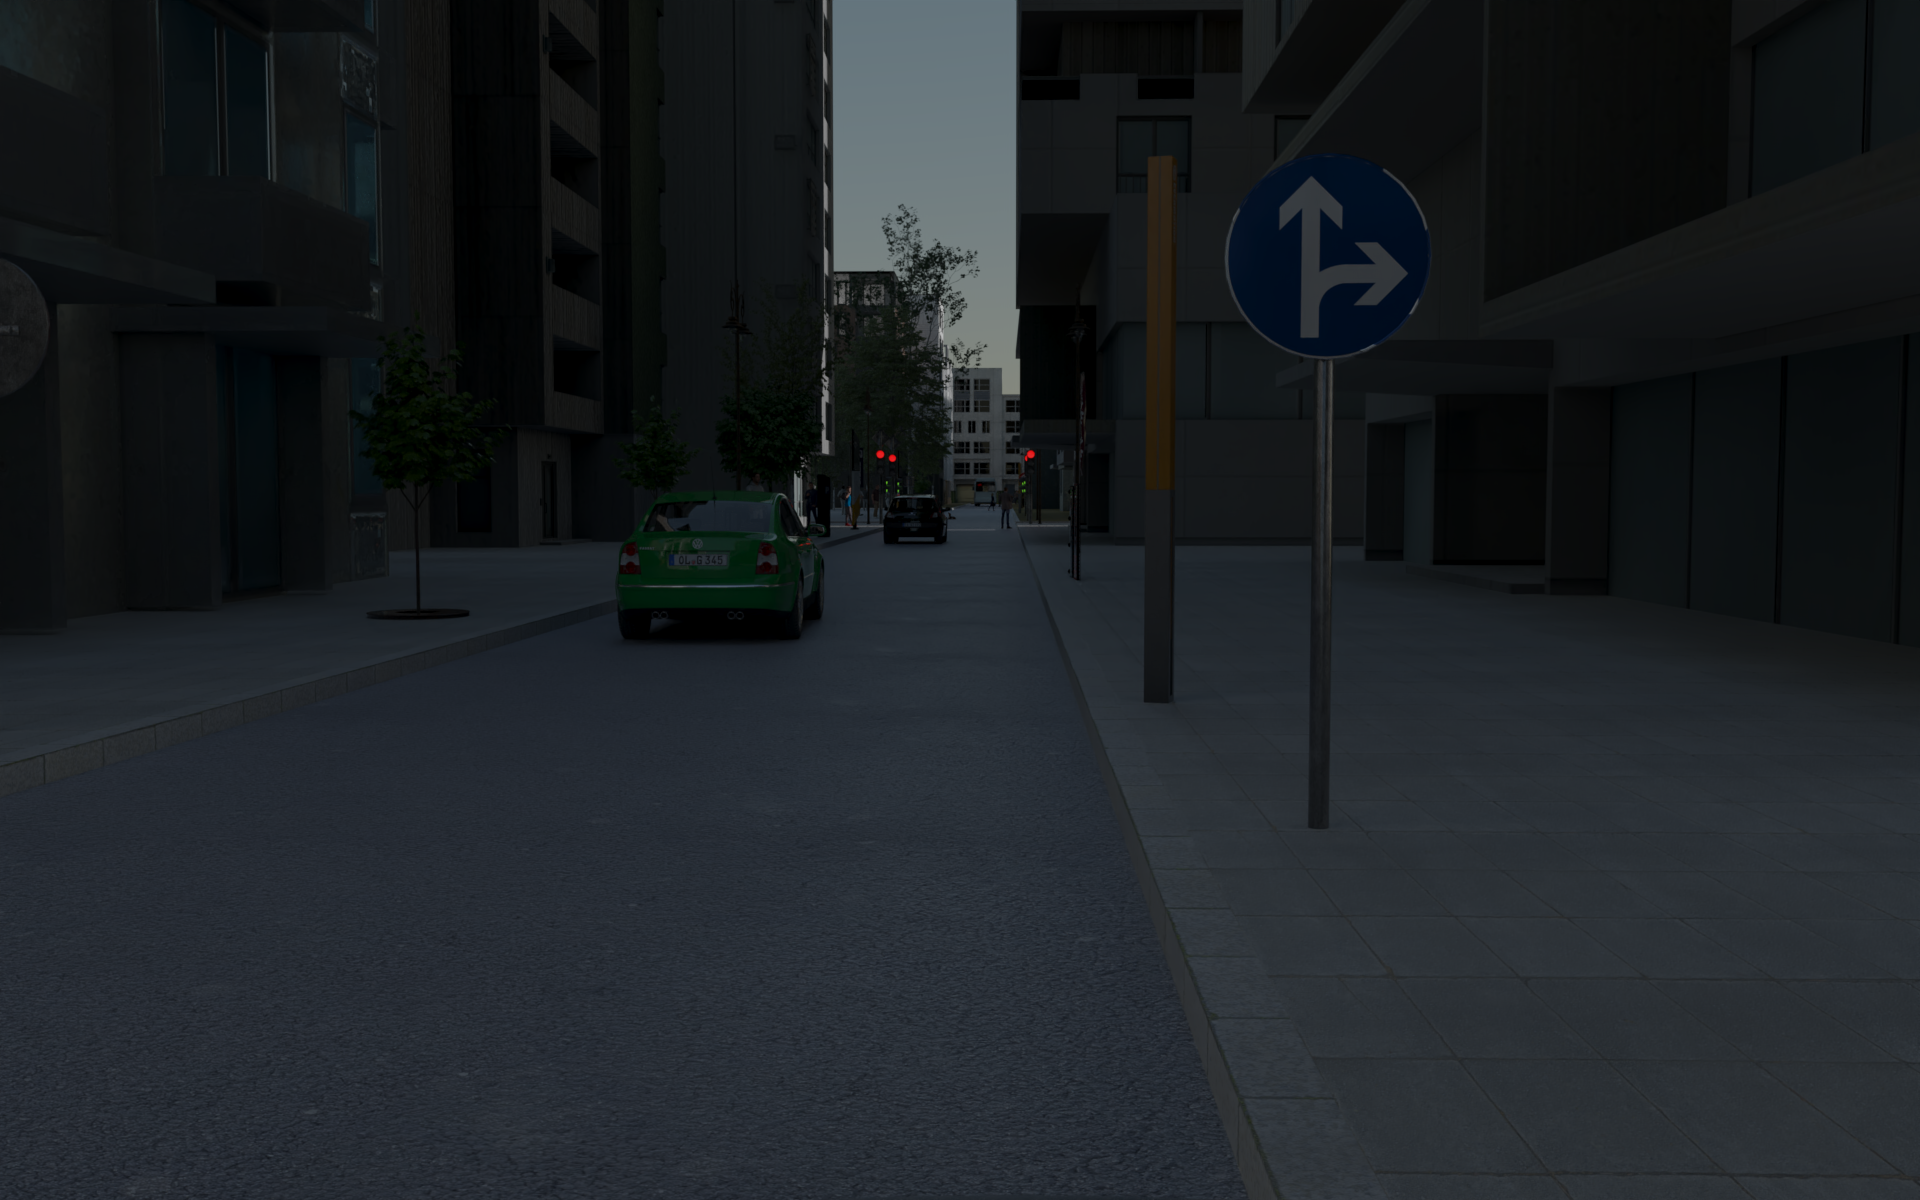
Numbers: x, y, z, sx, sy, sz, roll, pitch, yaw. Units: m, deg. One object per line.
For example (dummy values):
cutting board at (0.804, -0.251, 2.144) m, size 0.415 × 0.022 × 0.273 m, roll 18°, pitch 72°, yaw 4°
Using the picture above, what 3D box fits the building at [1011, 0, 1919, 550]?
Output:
building at (15.274, -28.473, 54.777) m, size 28.713 × 52.752 × 27.495 m, roll 0°, pitch 4°, yaw 1°

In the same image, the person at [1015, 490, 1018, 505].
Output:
person at (7.038, -12.522, 211.309) m, size 0.750 × 1.759 × 0.617 m, roll 0°, pitch 4°, yaw -3°

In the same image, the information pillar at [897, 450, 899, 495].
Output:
information pillar at (-3.296, -6.170, 92.232) m, size 0.183 × 3.616 × 0.504 m, roll -1°, pitch 4°, yaw -8°

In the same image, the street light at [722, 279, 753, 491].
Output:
street light at (-4.795, -3.957, 37.478) m, size 0.468 × 5.910 × 1.993 m, roll 0°, pitch 4°, yaw 1°

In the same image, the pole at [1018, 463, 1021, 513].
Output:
pole at (3.963, -7.387, 114.628) m, size 0.158 × 3.312 × 0.155 m, roll 0°, pitch 3°, yaw 0°

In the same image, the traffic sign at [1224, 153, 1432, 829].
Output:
traffic sign at (1.380, -0.396, 6.589) m, size 0.768 × 2.556 × 0.104 m, roll 0°, pitch 4°, yaw 4°

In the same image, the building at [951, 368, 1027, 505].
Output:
building at (13.407, -23.496, 250.613) m, size 31.486 × 18.905 × 16.747 m, roll 0°, pitch 4°, yaw 1°

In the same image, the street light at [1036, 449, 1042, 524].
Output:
street light at (3.418, -6.188, 73.964) m, size 0.468 × 5.910 × 1.993 m, roll 0°, pitch 4°, yaw 1°

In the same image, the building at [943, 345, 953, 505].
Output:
building at (-6.762, -22.554, 225.178) m, size 11.380 × 20.091 × 16.016 m, roll 0°, pitch 4°, yaw 1°

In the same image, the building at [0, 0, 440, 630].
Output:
building at (-18.761, -24.051, 12.839) m, size 23.786 × 49.044 × 30.456 m, roll 0°, pitch 4°, yaw 1°

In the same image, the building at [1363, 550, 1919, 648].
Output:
building at (18.524, -26.301, 19.253) m, size 28.713 × 52.752 × 27.495 m, roll 0°, pitch 4°, yaw 1°

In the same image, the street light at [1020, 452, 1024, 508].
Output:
street light at (5.623, -11.272, 157.079) m, size 0.468 × 5.910 × 1.993 m, roll 0°, pitch 4°, yaw 1°

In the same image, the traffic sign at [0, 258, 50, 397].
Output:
traffic sign at (-5.211, -0.558, 9.233) m, size 0.768 × 2.556 × 0.104 m, roll 0°, pitch 4°, yaw 7°

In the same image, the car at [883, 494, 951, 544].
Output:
car at (-1.291, -2.528, 51.122) m, size 2.009 × 1.686 × 4.222 m, roll 0°, pitch 4°, yaw 2°

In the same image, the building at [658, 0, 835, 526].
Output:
building at (-12.210, -23.460, 67.166) m, size 14.086 × 41.232 × 14.154 m, roll 0°, pitch 4°, yaw 1°

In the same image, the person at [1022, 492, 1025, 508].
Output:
person at (5.962, -9.680, 164.402) m, size 0.705 × 1.812 × 1.348 m, roll 0°, pitch 4°, yaw 4°

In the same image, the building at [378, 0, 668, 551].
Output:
building at (-15.784, -16.628, 43.564) m, size 14.160 × 30.474 × 14.107 m, roll 0°, pitch 4°, yaw 1°

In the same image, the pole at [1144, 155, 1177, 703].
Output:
pole at (1.229, -1.025, 10.601) m, size 0.158 × 3.312 × 0.155 m, roll 0°, pitch 3°, yaw 0°

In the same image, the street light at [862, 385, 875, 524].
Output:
street light at (-3.893, -6.160, 73.501) m, size 0.468 × 5.910 × 1.993 m, roll 0°, pitch 4°, yaw 1°

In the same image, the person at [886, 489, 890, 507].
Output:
person at (-5.513, -7.666, 132.109) m, size 0.376 × 1.734 × 0.841 m, roll 0°, pitch 4°, yaw 4°

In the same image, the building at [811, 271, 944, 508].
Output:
building at (-16.116, -20.263, 175.281) m, size 27.936 × 21.610 × 32.646 m, roll 0°, pitch 4°, yaw 1°

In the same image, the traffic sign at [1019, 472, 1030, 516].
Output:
traffic sign at (3.833, -6.193, 101.367) m, size 0.768 × 2.556 × 0.104 m, roll 1°, pitch 4°, yaw 10°

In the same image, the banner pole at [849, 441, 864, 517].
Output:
banner pole at (-4.935, -5.606, 81.674) m, size 0.863 × 3.779 × 0.401 m, roll 1°, pitch 4°, yaw 10°

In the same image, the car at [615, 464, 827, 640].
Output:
car at (-2.450, -0.590, 18.436) m, size 1.959 × 1.807 × 4.718 m, roll 0°, pitch 4°, yaw 0°

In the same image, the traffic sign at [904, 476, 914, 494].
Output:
traffic sign at (-2.904, -5.897, 98.543) m, size 0.606 × 2.300 × 0.079 m, roll 0°, pitch 4°, yaw 4°

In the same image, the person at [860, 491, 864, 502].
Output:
person at (-7.479, -7.370, 126.687) m, size 0.875 × 1.805 × 0.789 m, roll 0°, pitch 4°, yaw 7°

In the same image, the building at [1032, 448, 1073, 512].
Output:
building at (17.088, -50.563, 139.371) m, size 22.319 × 86.520 × 31.000 m, roll 0°, pitch 4°, yaw 1°

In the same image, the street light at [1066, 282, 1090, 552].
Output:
street light at (2.575, -3.985, 37.940) m, size 0.468 × 5.910 × 1.993 m, roll 0°, pitch 4°, yaw 1°

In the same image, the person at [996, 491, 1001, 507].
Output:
person at (4.387, -11.346, 194.719) m, size 0.721 × 1.735 × 1.217 m, roll -2°, pitch 4°, yaw -26°

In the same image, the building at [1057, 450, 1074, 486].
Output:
building at (12.146, -24.813, 89.287) m, size 14.086 × 41.232 × 14.154 m, roll 0°, pitch 4°, yaw 1°

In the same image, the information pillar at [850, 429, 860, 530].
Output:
information pillar at (-3.768, -4.355, 62.558) m, size 0.183 × 3.616 × 0.504 m, roll 2°, pitch 4°, yaw 24°
